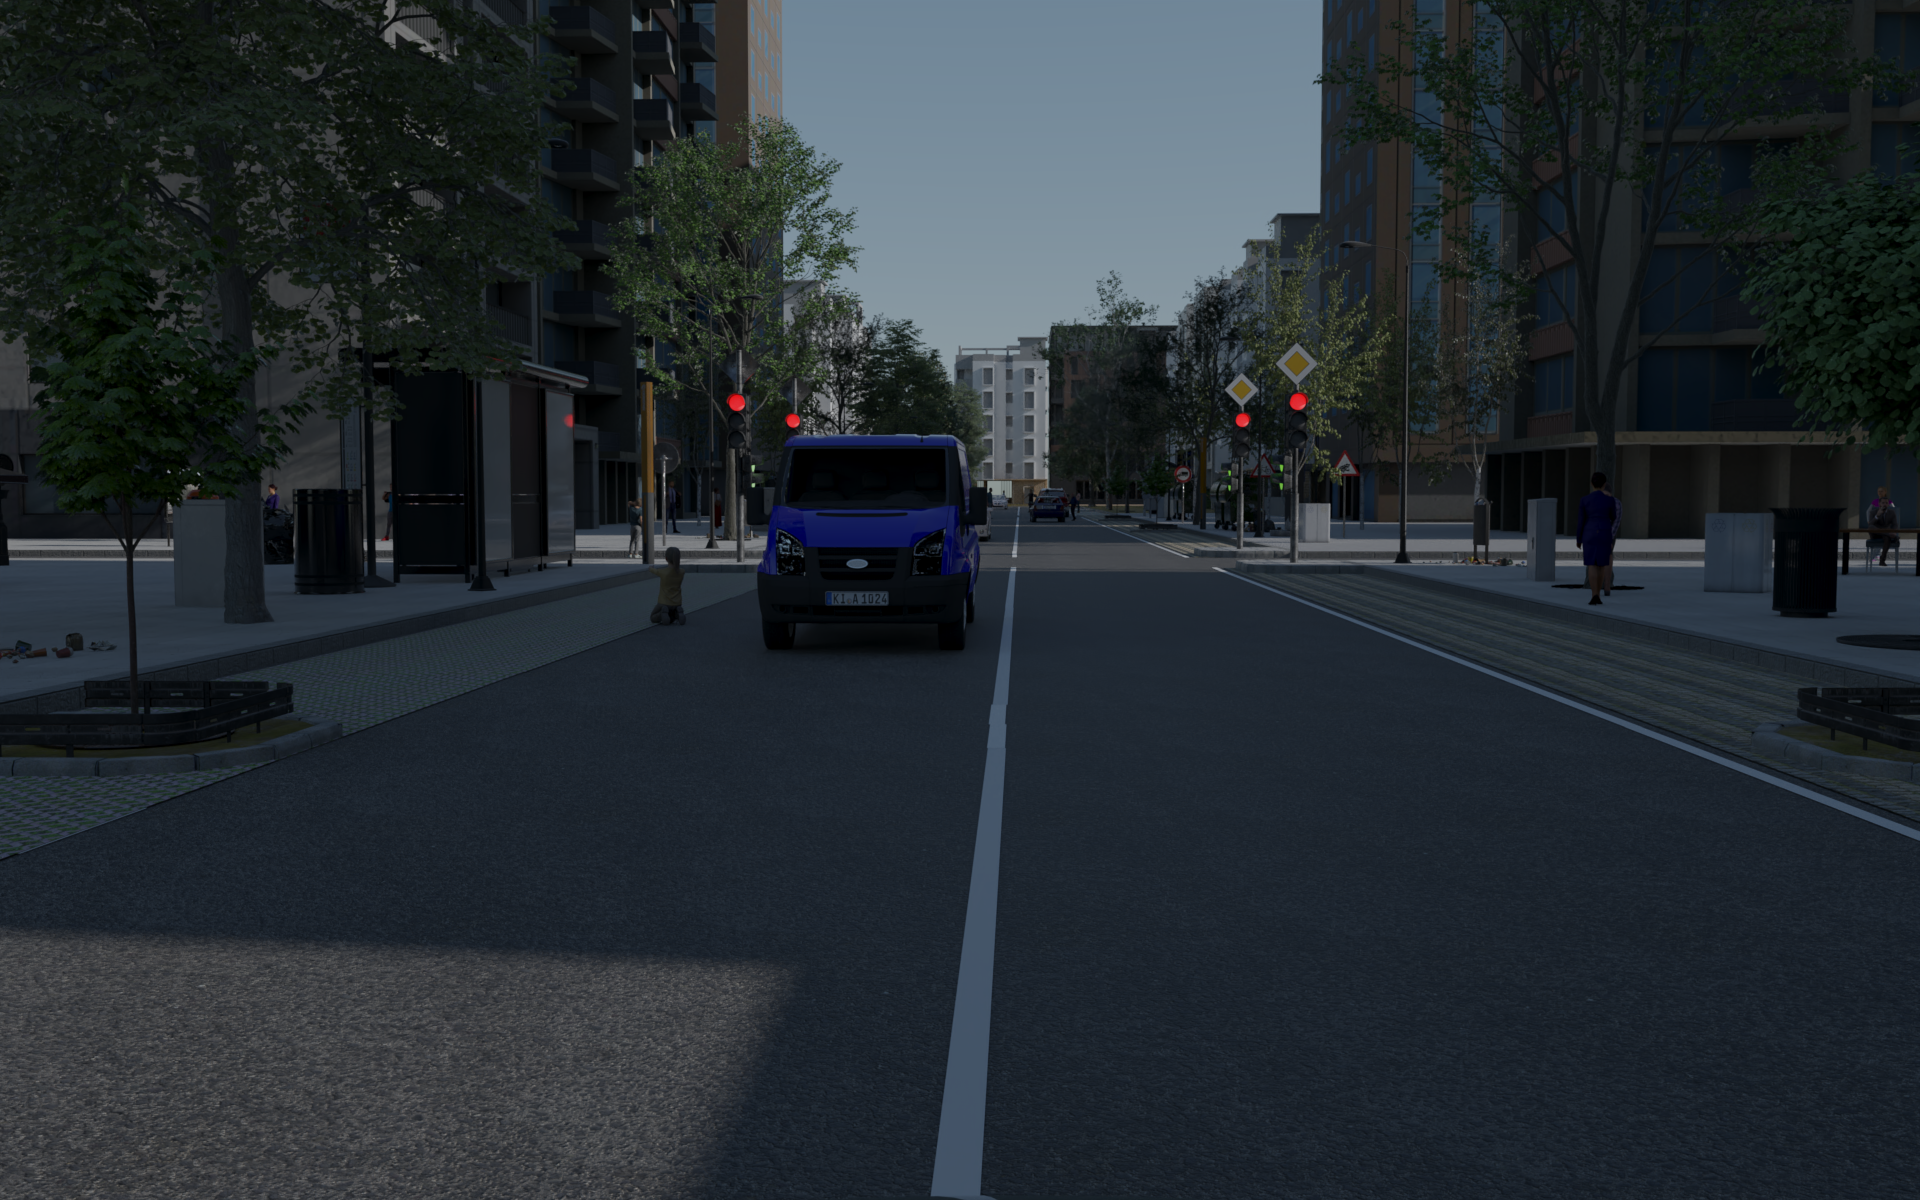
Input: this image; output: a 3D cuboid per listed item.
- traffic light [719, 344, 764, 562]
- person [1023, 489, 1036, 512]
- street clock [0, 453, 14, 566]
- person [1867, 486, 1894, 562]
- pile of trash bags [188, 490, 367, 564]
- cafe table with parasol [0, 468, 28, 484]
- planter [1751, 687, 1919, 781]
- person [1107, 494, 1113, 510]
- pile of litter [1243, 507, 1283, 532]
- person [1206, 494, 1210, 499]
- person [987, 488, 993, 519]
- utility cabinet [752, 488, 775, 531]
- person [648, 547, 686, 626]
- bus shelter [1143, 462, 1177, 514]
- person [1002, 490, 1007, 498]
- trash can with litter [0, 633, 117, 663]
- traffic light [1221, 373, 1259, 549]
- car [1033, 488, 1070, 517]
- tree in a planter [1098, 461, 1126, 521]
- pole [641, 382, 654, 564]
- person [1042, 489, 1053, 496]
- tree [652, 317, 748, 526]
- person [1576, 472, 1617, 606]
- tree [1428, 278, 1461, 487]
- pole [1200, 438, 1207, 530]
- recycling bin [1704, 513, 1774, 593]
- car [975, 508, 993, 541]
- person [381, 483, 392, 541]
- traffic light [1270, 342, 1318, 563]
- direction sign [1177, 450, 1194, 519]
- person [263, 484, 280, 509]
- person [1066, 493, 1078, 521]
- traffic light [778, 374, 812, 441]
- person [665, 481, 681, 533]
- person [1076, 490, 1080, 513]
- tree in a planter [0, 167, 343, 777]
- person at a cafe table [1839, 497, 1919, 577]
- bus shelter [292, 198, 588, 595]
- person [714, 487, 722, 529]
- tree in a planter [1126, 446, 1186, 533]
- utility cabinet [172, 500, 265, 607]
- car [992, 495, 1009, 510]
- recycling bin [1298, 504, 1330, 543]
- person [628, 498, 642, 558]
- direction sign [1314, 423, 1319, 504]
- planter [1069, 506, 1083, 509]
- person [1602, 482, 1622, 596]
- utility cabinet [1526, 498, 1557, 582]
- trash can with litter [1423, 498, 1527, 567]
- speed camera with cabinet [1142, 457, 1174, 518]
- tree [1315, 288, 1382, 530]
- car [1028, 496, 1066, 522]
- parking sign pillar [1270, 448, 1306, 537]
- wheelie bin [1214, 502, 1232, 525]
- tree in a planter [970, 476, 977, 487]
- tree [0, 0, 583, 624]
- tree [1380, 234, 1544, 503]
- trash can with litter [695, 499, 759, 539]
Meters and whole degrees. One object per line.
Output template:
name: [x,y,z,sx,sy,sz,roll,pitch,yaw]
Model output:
traffic light: [-4.121,-2.668,32.551,0.839,4.253,0.868,0,4,2]
person: [5.505,-7.721,134.754,1.348,1.822,0.705,2,4,32]
street clock: [-17.177,-1.614,30.966,0.358,2.002,0.471,2,4,23]
person: [17.245,-1.423,32.539,0.776,1.435,0.726,-3,5,-43]
pile of trash bags: [-12.780,-1.377,32.259,3.447,1.369,1.912,0,4,6]
cafe table with parasol: [-14.028,-1.128,23.304,2.610,1.966,2.610,-1,4,-20]
planter: [5.456,0.720,9.376,1.991,0.319,1.994,0,4,2]
person: [11.904,-8.008,137.520,0.434,1.755,0.990,1,4,20]
pile of litter: [10.108,-2.712,58.306,1.719,0.858,1.176,3,5,42]
person: [18.585,-7.647,131.754,1.217,1.739,0.721,-3,5,-41]
person: [1.742,-5.587,99.975,0.434,1.807,0.598,3,5,44]
utility cabinet: [-6.500,-3.057,58.658,1.173,1.500,0.318,2,4,27]
person: [-3.238,-0.165,19.124,0.347,0.859,0.695,-2,4,-26]
bus shelter: [12.559,-7.001,108.395,2.014,3.302,5.546,0,4,2]
person: [4.623,-10.568,181.280,0.705,1.826,1.348,-1,4,-20]
trash can with litter: [-7.455,-0.151,13.523,1.678,1.210,2.233,2,4,24]
traffic light: [6.493,-3.136,40.188,0.839,4.253,0.868,0,4,2]
car: [5.741,-6.087,108.201,2.281,1.827,5.304,0,4,1]
tree in a planter: [8.342,-5.788,91.861,1.991,3.239,1.994,0,4,2]
pole: [-5.710,-2.311,31.634,0.158,3.312,0.155,0,3,0]
person: [5.144,-5.658,101.731,0.841,1.734,0.376,0,4,4]
tree: [-10.499,-7.280,69.391,4.360,8.622,3.978,0,3,0]
person: [7.378,-0.716,20.112,0.453,1.535,0.546,0,4,2]
tree: [14.248,-6.444,55.715,4.737,8.622,4.395,0,3,0]
pole: [8.797,-4.207,62.625,0.158,3.312,0.155,0,3,0]
recycling bin: [10.246,-0.626,22.789,0.722,1.027,0.722,2,4,34]
car: [0.012,-2.543,53.945,2.083,1.381,4.827,0,4,3]
person: [-15.676,-2.434,47.702,0.647,1.594,0.662,1,4,10]
traffic light: [6.215,-2.648,32.208,0.839,4.253,0.868,0,4,2]
direction sign: [11.526,-5.912,88.657,0.876,3.537,0.379,0,4,-5]
person: [-17.541,-2.174,43.952,0.453,1.535,0.546,1,4,14]
person: [6.016,-5.017,93.221,0.600,1.496,0.574,0,4,-6]
traffic light: [-3.843,-3.157,40.531,0.839,4.253,0.868,0,4,2]
person: [-9.428,-3.047,56.684,0.655,1.722,0.431,-2,4,-34]
person: [8.845,-7.418,130.490,0.721,1.736,1.217,0,4,-8]
tree in a planter: [-4.636,-0.759,9.627,1.991,3.239,1.994,0,4,2]
person at a cafe table: [14.826,-1.036,27.805,1.698,1.238,1.726,2,4,30]
bus shelter: [-7.791,-2.973,26.240,2.179,5.291,8.768,0,4,2]
person: [-9.051,-3.407,64.216,0.523,1.526,0.387,3,4,36]
tree in a planter: [7.384,-4.137,64.855,1.991,3.239,1.994,0,4,2]
utility cabinet: [-8.508,-0.534,19.890,1.020,1.237,0.306,1,4,15]
car: [3.505,-9.094,161.046,2.083,1.381,4.827,0,4,2]
recycling bin: [9.378,-2.045,45.993,0.722,1.027,0.722,0,4,-5]
person: [-7.303,-1.623,38.941,0.435,1.345,0.340,0,4,6]
direction sign: [11.279,-3.842,54.814,0.379,3.537,0.876,0,4,5]
planter: [11.016,-9.048,169.066,1.991,0.319,1.994,0,4,2]
person: [8.063,-0.760,21.710,0.421,1.427,0.697,1,4,17]
utility cabinet: [8.678,-0.900,25.880,0.306,1.237,1.020,1,4,11]
trash can with litter: [9.529,-1.247,31.452,1.678,1.210,2.233,0,4,-7]
speed camera with cabinet: [10.656,-6.007,92.558,2.038,3.252,0.660,-3,4,-38]
tree: [14.639,-6.824,61.938,4.360,8.622,3.978,0,3,0]
car: [4.481,-4.672,88.972,1.945,1.354,3.894,0,4,0]
parking sign pillar: [10.158,-3.921,52.587,1.447,3.967,1.447,0,4,4]
wheelie bin: [10.767,-3.854,70.913,0.980,1.594,0.693,-1,4,-16]
tree in a planter: [0.955,-10.571,170.057,1.991,3.239,1.994,0,4,2]
tree: [-7.539,-6.035,16.802,7.486,12.596,7.792,0,3,0]
tree: [14.781,-6.075,49.693,4.360,8.622,3.978,0,3,0]
trash can with litter: [-6.753,-2.414,50.532,2.233,1.210,1.678,-2,4,-29]
